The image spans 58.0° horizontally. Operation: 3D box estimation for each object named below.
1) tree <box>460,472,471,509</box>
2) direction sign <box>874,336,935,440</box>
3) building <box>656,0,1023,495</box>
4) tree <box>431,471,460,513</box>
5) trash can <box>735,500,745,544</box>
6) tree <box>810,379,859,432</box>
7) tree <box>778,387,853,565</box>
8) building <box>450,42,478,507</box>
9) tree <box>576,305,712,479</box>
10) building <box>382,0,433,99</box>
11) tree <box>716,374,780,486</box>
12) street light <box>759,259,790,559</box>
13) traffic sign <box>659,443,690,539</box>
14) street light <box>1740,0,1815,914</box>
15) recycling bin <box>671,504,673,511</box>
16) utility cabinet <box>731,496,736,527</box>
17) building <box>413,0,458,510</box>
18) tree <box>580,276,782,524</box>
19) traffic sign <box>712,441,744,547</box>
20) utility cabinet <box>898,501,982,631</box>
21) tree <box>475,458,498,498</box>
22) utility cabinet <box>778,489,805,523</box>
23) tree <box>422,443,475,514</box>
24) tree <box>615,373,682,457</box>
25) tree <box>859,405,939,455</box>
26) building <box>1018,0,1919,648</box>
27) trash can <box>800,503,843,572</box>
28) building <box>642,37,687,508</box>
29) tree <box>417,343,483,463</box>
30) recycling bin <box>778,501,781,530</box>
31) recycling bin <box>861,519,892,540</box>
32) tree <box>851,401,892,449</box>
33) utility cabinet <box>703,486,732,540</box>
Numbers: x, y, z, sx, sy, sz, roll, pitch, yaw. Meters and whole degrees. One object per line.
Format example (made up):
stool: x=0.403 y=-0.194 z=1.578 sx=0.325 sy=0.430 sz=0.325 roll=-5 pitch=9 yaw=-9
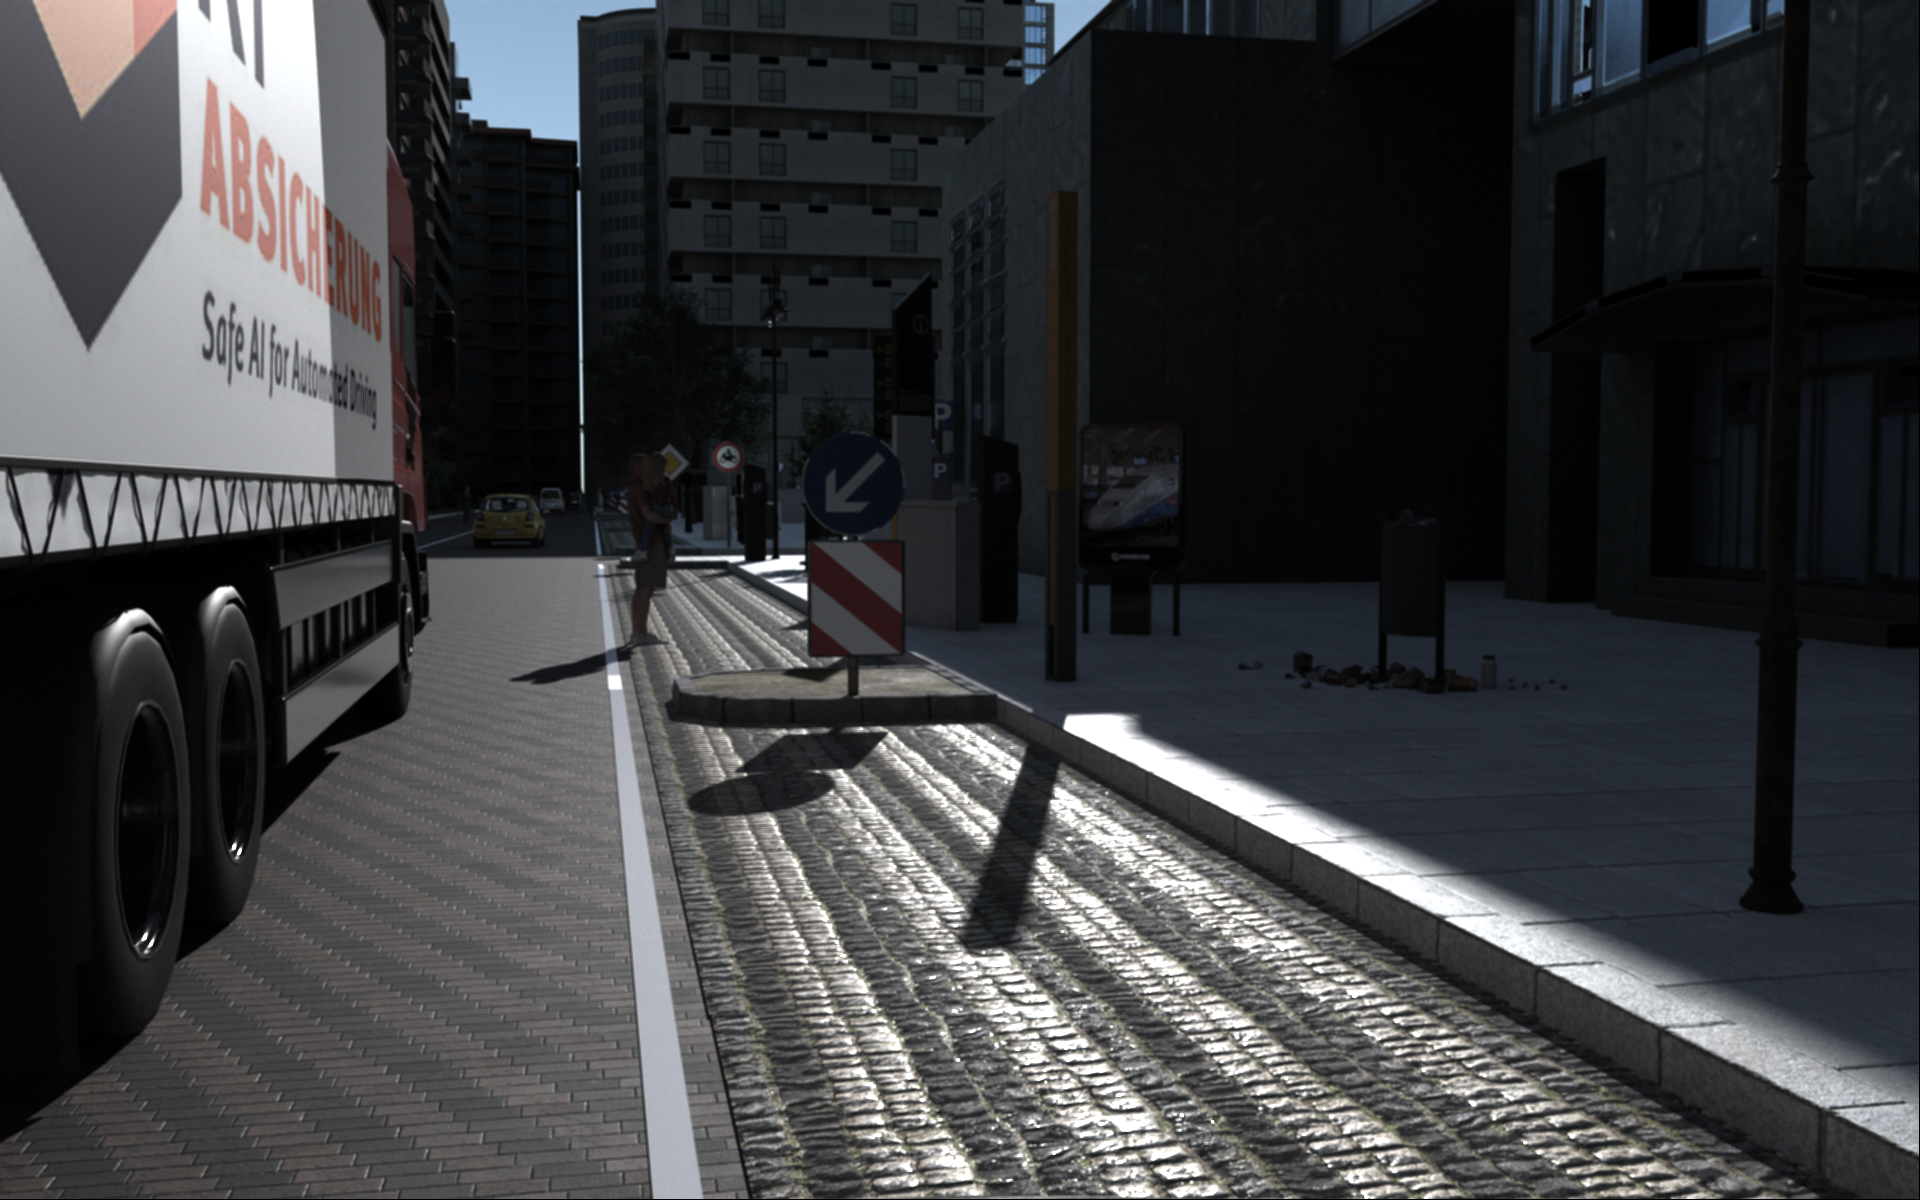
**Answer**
tree: x=-43.795 y=-9.666 z=152.636 sx=1.663 sy=3.219 sz=1.824 roll=0 pitch=3 yaw=0
direction sign: x=-0.799 y=-2.014 z=24.921 sx=0.876 sy=3.537 sz=0.379 roll=0 pitch=4 yaw=-5
building: x=-10.501 y=-33.737 z=140.844 sx=28.713 sy=52.752 sz=27.495 roll=-1 pitch=4 yaw=-12
tree: x=-35.886 y=-7.667 z=119.962 sx=1.663 sy=3.219 sz=1.824 roll=0 pitch=3 yaw=0
trash can: x=-5.403 y=-2.002 z=44.386 sx=0.748 sy=1.137 sz=0.748 roll=0 pitch=3 yaw=0
tree: x=-7.796 y=-9.875 z=111.823 sx=4.360 sy=8.622 sz=3.978 roll=0 pitch=3 yaw=0
tree: x=-2.529 y=-2.254 z=31.450 sx=1.663 sy=3.219 sz=1.824 roll=0 pitch=3 yaw=0
building: x=-64.252 y=-33.780 z=171.918 sx=30.456 sy=49.044 sz=23.786 roll=-1 pitch=4 yaw=-12
tree: x=-20.641 y=-12.663 z=113.690 sx=9.857 sy=13.997 sz=8.962 roll=0 pitch=3 yaw=0
building: x=-49.722 y=-28.712 z=124.070 sx=22.147 sy=44.769 sz=28.867 roll=-1 pitch=4 yaw=-12
tree: x=-12.352 y=-9.088 z=98.953 sx=4.737 sy=8.622 sz=4.395 roll=0 pitch=3 yaw=0
street light: x=-3.653 y=-3.755 z=34.175 sx=0.468 sy=5.910 sz=1.993 roll=-1 pitch=4 yaw=-12
traffic sign: x=-5.718 y=-1.866 z=34.146 sx=0.795 sy=2.450 sz=0.064 roll=-1 pitch=4 yaw=-12
street light: x=2.517 y=-1.982 z=5.194 sx=0.468 sy=5.910 sz=1.993 roll=-1 pitch=4 yaw=-12
recycling bin: x=-15.984 y=-5.026 z=94.723 sx=0.722 sy=1.027 sz=0.722 roll=-2 pitch=4 yaw=-32
utility cabinet: x=-9.004 y=-3.405 z=66.836 sx=1.020 sy=1.237 sz=0.306 roll=-3 pitch=4 yaw=-36
building: x=-55.403 y=-32.112 z=148.738 sx=21.300 sy=48.544 sz=21.600 roll=-1 pitch=4 yaw=-12
tree: x=-11.567 y=-8.530 z=73.883 sx=8.767 sy=10.594 sz=7.601 roll=-2 pitch=4 yaw=-35
traffic sign: x=-5.571 y=-2.544 z=41.706 sx=0.768 sy=2.556 sz=0.104 roll=-1 pitch=4 yaw=-9
utility cabinet: x=-0.204 y=-0.334 z=16.630 sx=0.306 sy=1.237 sz=1.020 roll=-3 pitch=4 yaw=-36
tree: x=-43.716 y=-10.629 z=157.494 sx=4.285 sy=4.588 sz=4.351 roll=0 pitch=3 yaw=0
utility cabinet: x=-7.489 y=-4.176 z=76.951 sx=1.173 sy=1.500 sz=0.318 roll=0 pitch=4 yaw=3
tree: x=-34.494 y=-7.805 z=111.321 sx=4.285 sy=4.588 sz=4.351 roll=0 pitch=3 yaw=0
tree: x=-17.983 y=-9.296 z=102.359 sx=4.360 sy=8.622 sz=3.978 roll=0 pitch=3 yaw=0
tree: x=-3.007 y=-9.268 z=101.889 sx=4.360 sy=8.622 sz=3.978 roll=0 pitch=3 yaw=0
building: x=13.768 y=-43.211 z=19.171 sx=22.319 sy=86.520 sz=31.000 roll=-1 pitch=4 yaw=-12
trash can: x=-2.142 y=-0.957 z=27.306 sx=0.748 sy=1.137 sz=0.748 roll=0 pitch=3 yaw=0
building: x=-22.137 y=-29.160 z=160.357 sx=14.154 sy=41.232 sz=14.086 roll=-1 pitch=4 yaw=-12
tree: x=-32.178 y=-10.352 z=103.669 sx=7.601 sy=10.594 sz=8.767 roll=-1 pitch=4 yaw=-23
recycling bin: x=-6.724 y=-2.989 z=61.426 sx=0.722 sy=1.027 sz=0.722 roll=-1 pitch=4 yaw=-9
recycling bin: x=-1.612 y=-1.365 z=34.880 sx=0.722 sy=1.027 sz=0.722 roll=-1 pitch=4 yaw=-8
tree: x=-4.546 y=-9.595 z=107.233 sx=4.737 sy=8.622 sz=4.395 roll=0 pitch=3 yaw=0
utility cabinet: x=-6.745 y=-2.419 z=48.227 sx=0.318 sy=1.500 sz=1.173 roll=1 pitch=4 yaw=19
